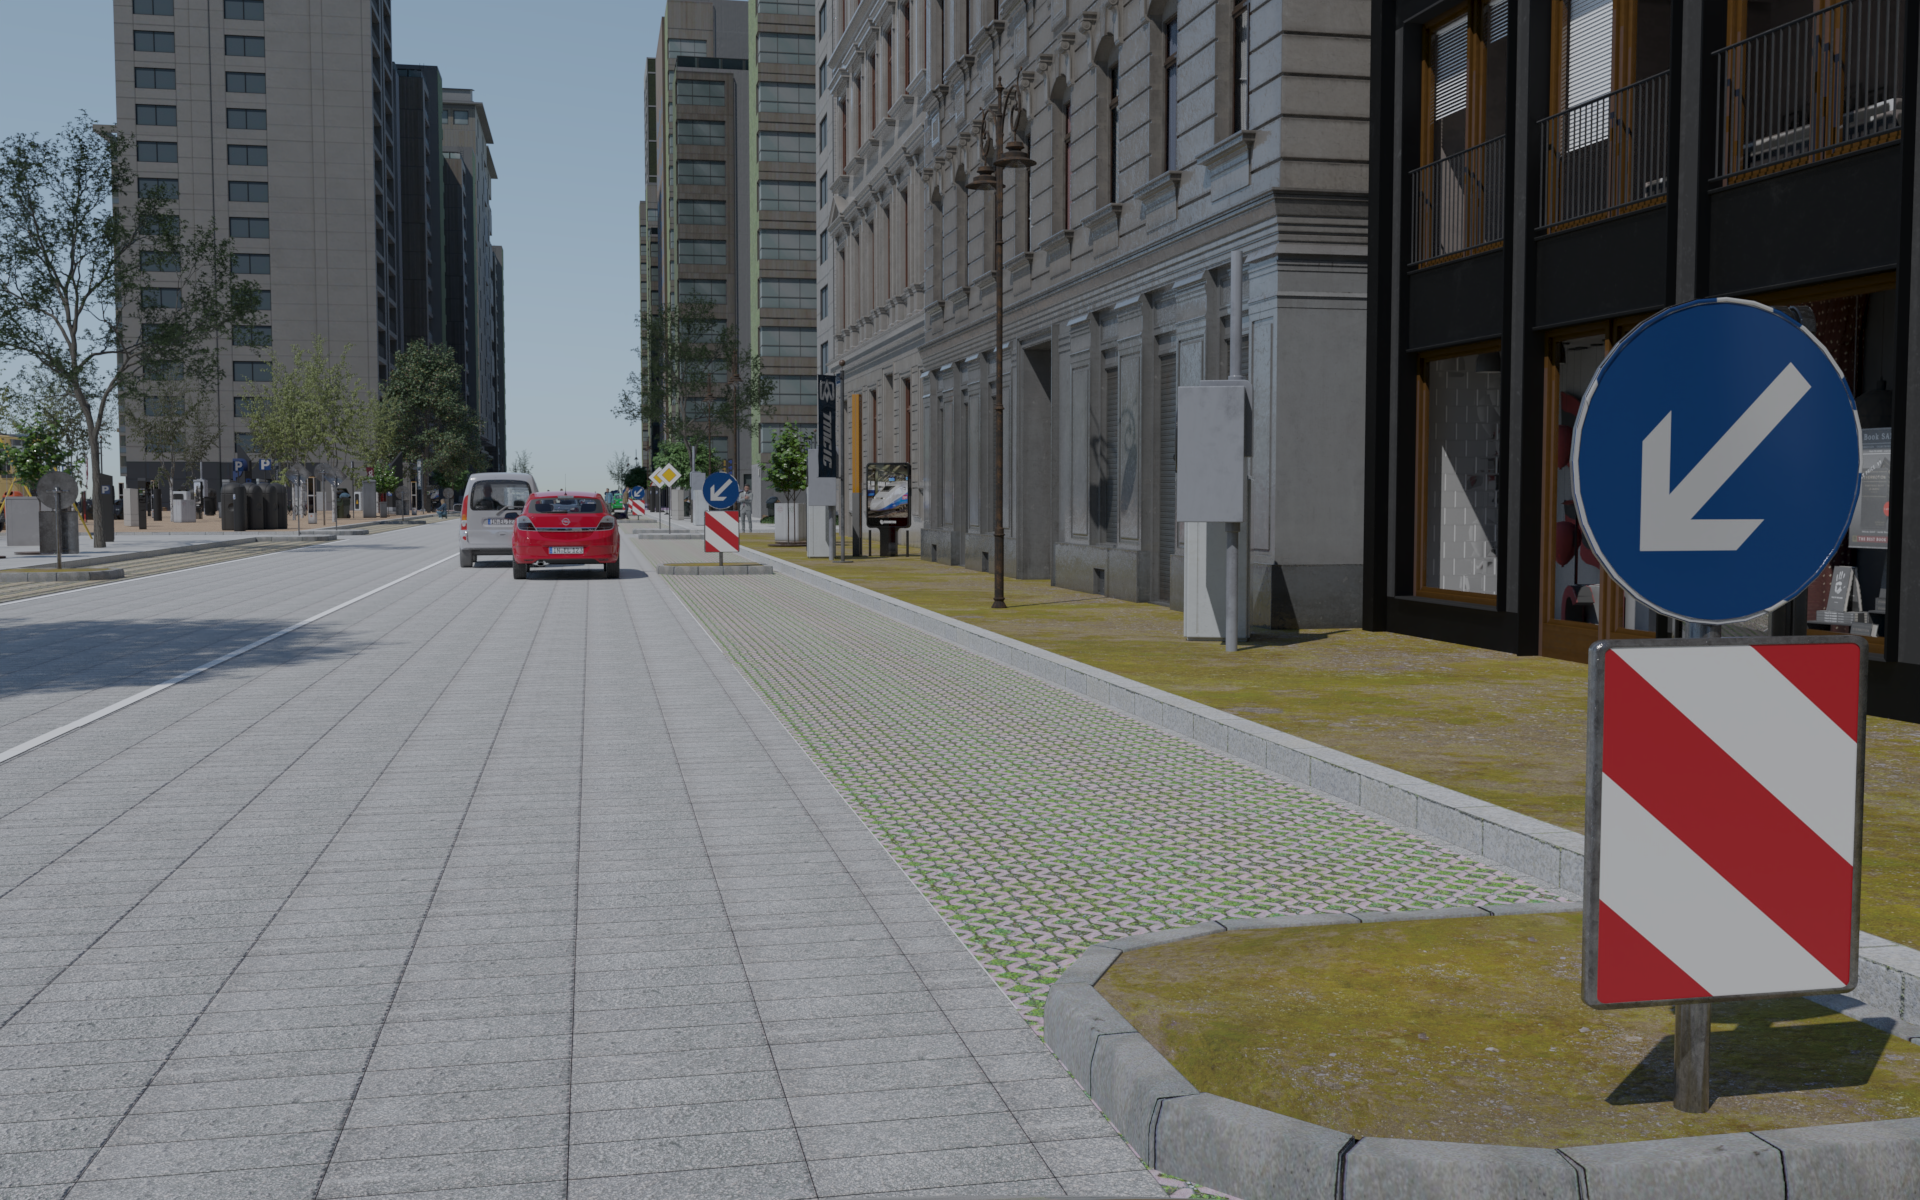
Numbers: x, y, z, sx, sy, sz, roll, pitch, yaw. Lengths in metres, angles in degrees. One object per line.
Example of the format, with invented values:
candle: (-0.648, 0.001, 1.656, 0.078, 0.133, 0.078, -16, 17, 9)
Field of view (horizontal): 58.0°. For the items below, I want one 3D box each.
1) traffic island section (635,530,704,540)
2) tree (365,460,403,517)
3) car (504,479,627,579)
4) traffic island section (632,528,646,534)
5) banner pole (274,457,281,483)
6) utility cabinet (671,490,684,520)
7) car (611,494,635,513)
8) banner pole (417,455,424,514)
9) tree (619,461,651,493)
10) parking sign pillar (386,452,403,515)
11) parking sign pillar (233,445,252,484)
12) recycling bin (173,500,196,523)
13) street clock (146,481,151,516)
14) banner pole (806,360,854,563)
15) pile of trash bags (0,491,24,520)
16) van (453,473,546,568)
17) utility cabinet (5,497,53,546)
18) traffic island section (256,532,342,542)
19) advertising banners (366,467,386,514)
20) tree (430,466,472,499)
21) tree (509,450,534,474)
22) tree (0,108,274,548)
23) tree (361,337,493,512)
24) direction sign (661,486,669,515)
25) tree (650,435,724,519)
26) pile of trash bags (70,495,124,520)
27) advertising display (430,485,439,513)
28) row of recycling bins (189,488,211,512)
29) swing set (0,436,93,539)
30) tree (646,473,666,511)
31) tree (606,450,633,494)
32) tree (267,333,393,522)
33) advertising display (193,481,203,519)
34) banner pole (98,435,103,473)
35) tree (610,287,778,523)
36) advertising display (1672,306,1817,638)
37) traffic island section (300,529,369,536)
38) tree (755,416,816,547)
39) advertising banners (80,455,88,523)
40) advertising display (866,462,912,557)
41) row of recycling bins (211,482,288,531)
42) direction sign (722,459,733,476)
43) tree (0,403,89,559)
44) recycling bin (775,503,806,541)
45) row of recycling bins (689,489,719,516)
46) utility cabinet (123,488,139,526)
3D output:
traffic island section: (-9.295, -2.037, 55.589, 2.009, 0.180, 2.903, -1, 4, -12)
tree: (-32.765, -6.294, 97.508, 1.663, 3.219, 1.824, 0, 3, 0)
car: (-6.979, -1.325, 30.697, 2.155, 1.783, 4.494, -1, 4, -13)
traffic island section: (-10.956, -2.515, 63.400, 2.009, 0.180, 2.903, -1, 4, -12)
banner pole: (-41.936, -7.130, 106.585, 0.401, 3.779, 0.863, 1, 4, 9)
utility cabinet: (-13.841, -4.667, 84.986, 0.318, 1.500, 1.173, -2, 4, -25)
car: (-26.096, -7.660, 134.034, 1.959, 1.807, 4.718, -1, 4, -12)
banner pole: (-34.314, -7.353, 110.232, 0.863, 3.779, 0.401, 3, 5, 42)
tree: (-31.858, -11.506, 171.830, 4.285, 4.588, 4.351, 0, 3, 0)
parking sign pillar: (-35.638, -7.382, 109.168, 1.447, 3.967, 1.447, 1, 4, 13)
parking sign pillar: (-38.997, -6.463, 94.150, 1.447, 3.967, 1.447, 3, 5, 41)
recycling bin: (-34.825, -3.990, 77.785, 0.722, 1.027, 0.722, 3, 5, 40)
street clock: (-46.615, -5.808, 99.529, 0.471, 2.002, 0.358, -1, 4, -22)
banner pole: (-2.346, -2.577, 32.156, 0.401, 3.779, 0.863, 3, 5, 41)
pile of trash bags: (-28.760, -2.501, 50.651, 3.447, 1.369, 1.912, 1, 4, 17)
van: (-9.286, -1.727, 35.243, 2.013, 2.044, 4.112, -1, 4, -14)
utility cabinet: (-23.070, -1.943, 42.937, 1.020, 1.237, 0.306, -2, 4, -33)
traffic island section: (-20.341, -1.894, 53.254, 2.009, 0.180, 2.903, -1, 4, -12)
advertising banners: (-37.808, -7.171, 113.430, 2.074, 3.025, 0.090, -2, 4, -29)
tree: (-41.285, -9.608, 140.805, 4.285, 4.588, 4.351, 0, 3, 0)
tree: (-71.225, -20.240, 281.284, 4.360, 8.622, 3.978, 0, 3, 0)
tree: (-20.560, -6.543, 41.389, 8.767, 10.594, 7.601, 0, 4, -7)
tree: (-38.889, -12.799, 126.274, 9.611, 12.733, 9.660, 0, 3, 0)
direction sign: (-20.833, -7.914, 121.396, 0.379, 3.537, 0.876, -2, 4, -28)
tree: (-14.698, -6.849, 95.695, 4.285, 4.588, 4.351, 0, 3, 0)
pile of trash bags: (-41.860, -4.653, 85.833, 3.447, 1.369, 1.912, 1, 4, 17)
advertising display: (-36.512, -7.034, 120.225, 0.123, 1.923, 0.974, 1, 4, 22)
row of recycling bins: (-54.991, -7.266, 125.915, 1.069, 1.692, 3.534, 0, 4, -1)
swing set: (-25.943, -3.059, 47.632, 2.862, 2.851, 3.119, 0, 4, -8)
tree: (-23.119, -8.382, 131.653, 1.663, 3.219, 1.824, 0, 3, 0)
tree: (-56.137, -20.514, 285.772, 4.360, 8.622, 3.978, 0, 3, 0)
tree: (-28.542, -7.852, 78.739, 4.737, 8.622, 4.395, 0, 3, 0)
advertising display: (-38.782, -5.076, 88.199, 0.123, 1.923, 0.974, -3, 5, -43)
banner pole: (-36.530, -5.108, 73.535, 0.401, 3.779, 0.863, 0, 4, -3)
tree: (-11.759, -8.740, 77.319, 8.767, 10.594, 7.601, 1, 4, 17)
advertising display: (2.853, -0.071, 6.370, 0.123, 1.923, 0.974, 0, 4, 3)
traffic island section: (-22.002, -2.372, 61.065, 2.009, 0.180, 2.903, -1, 4, -12)
tree: (-4.281, -3.063, 44.688, 1.663, 3.219, 1.824, 0, 3, 0)
advertising banners: (-39.245, -4.981, 77.634, 0.090, 3.025, 2.074, -2, 4, -35)
advertising display: (-1.457, -1.847, 35.406, 0.974, 1.923, 0.123, 1, 4, 23)
row of recycling bins: (-25.367, -3.383, 62.431, 1.069, 1.692, 3.534, 1, 4, 8)
direction sign: (-14.866, -7.260, 110.705, 0.876, 3.537, 0.379, 2, 4, 35)
tree: (-19.464, -2.587, 36.892, 1.663, 3.219, 1.824, 0, 3, 0)
recycling bin: (-4.646, -2.151, 47.723, 0.722, 1.027, 0.722, 1, 4, 17)
row of recycling bins: (-15.310, -5.961, 104.575, 1.069, 1.692, 3.534, 1, 4, 17)
utility cabinet: (-32.778, -3.659, 68.504, 0.318, 1.500, 1.173, -3, 4, -37)
